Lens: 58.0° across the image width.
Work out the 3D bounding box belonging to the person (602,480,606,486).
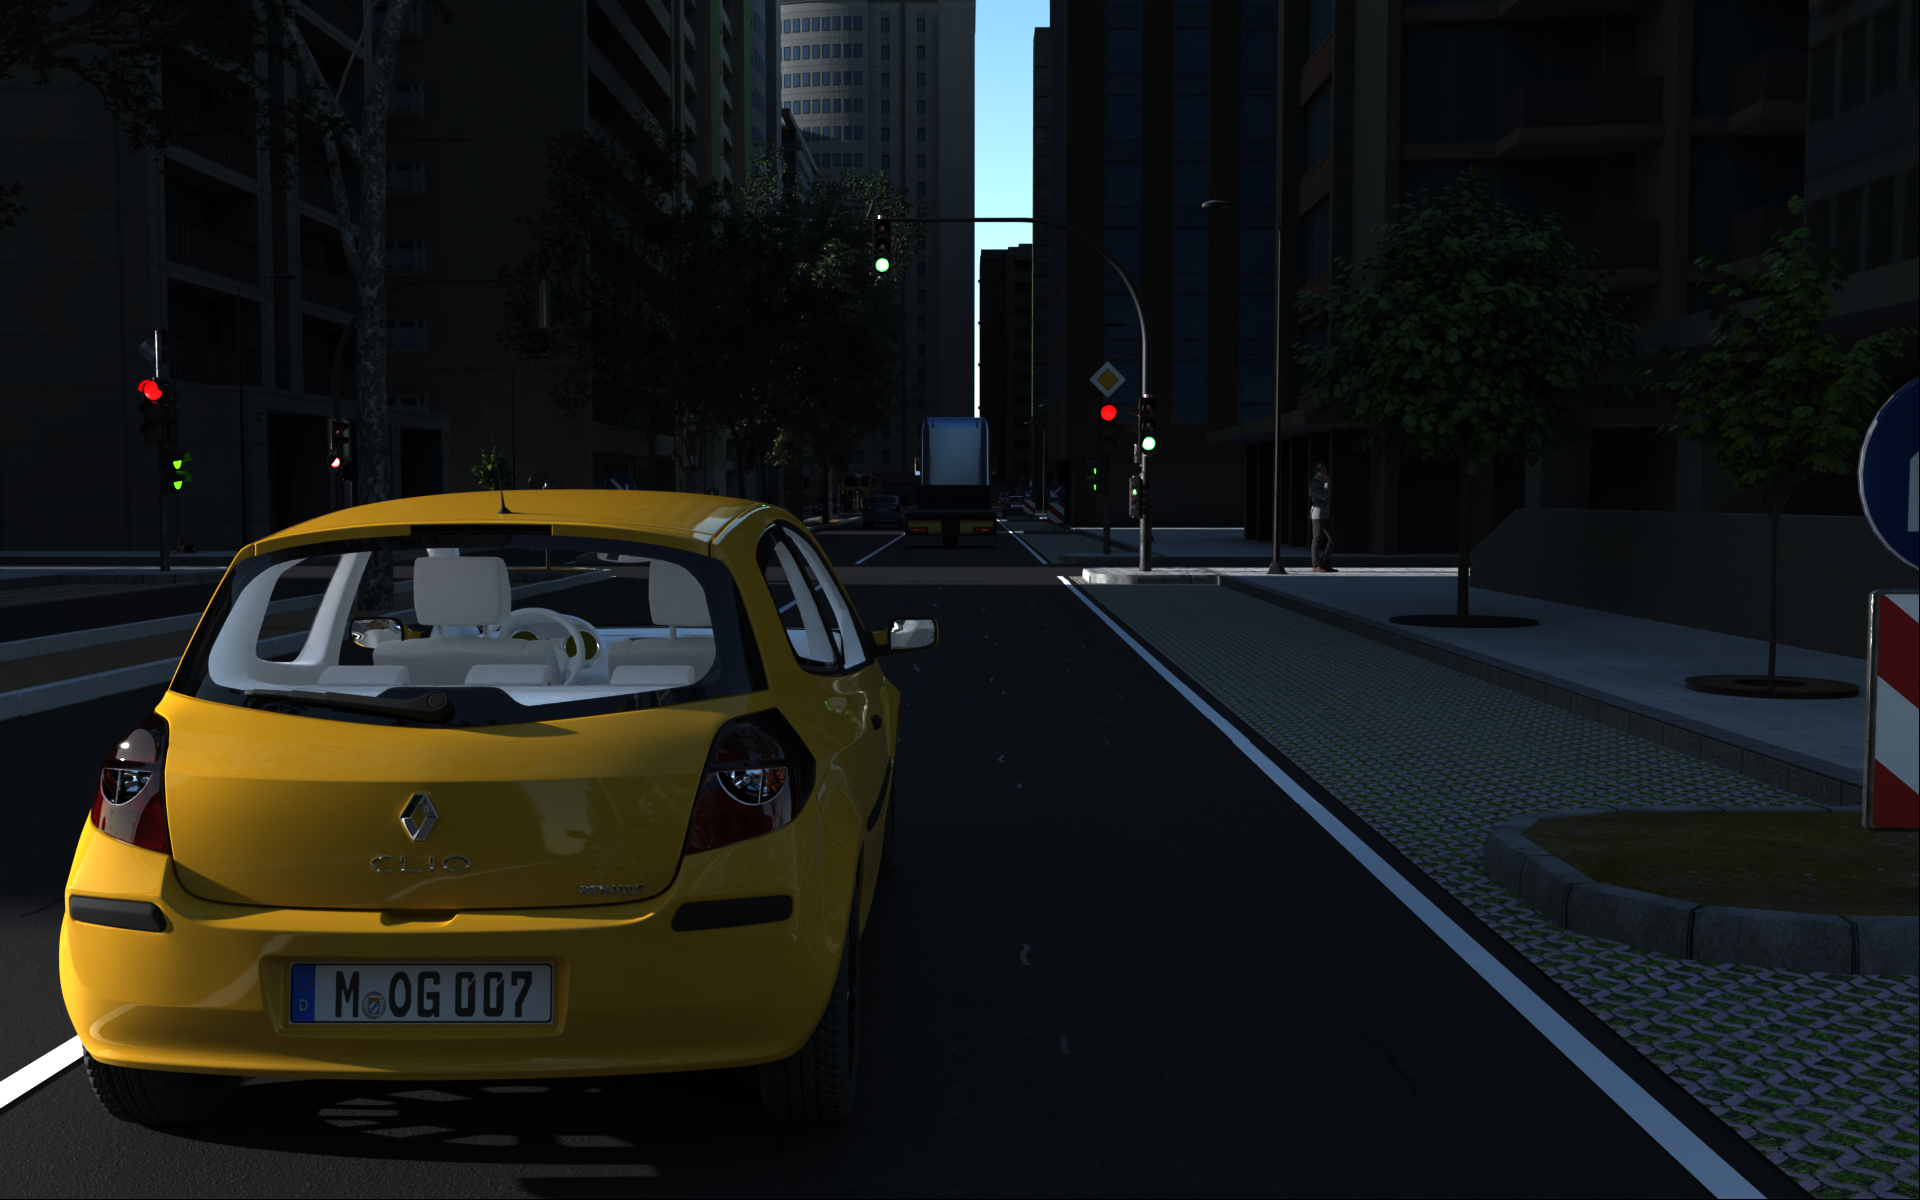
[{"bbox_3d":[-8.651,-2.054,42.303,0.641,1.798,0.478,1,4,18],"label":"person"}]

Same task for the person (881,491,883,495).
[{"bbox_3d":[-8.318,-10.755,185.255,0.530,1.710,0.541,1,4,23],"label":"person"}]

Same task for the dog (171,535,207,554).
[{"bbox_3d":[-16.674,-1.206,37.451,0.748,0.427,0.550,-2,4,-25],"label":"dog"}]

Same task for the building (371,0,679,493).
[{"bbox_3d":[-25.133,-27.722,76.955,21.300,48.544,21.600,0,4,0],"label":"building"}]

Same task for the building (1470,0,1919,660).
[{"bbox_3d":[23.127,-19.808,15.744,32.217,40.220,23.993,0,4,0],"label":"building"}]

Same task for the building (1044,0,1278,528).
[{"bbox_3d":[10.996,-25.845,72.673,14.600,45.320,14.200,0,4,0],"label":"building"}]

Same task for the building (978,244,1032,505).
[{"bbox_3d":[9.184,-26.360,202.687,14.107,30.474,14.160,0,4,0],"label":"building"}]

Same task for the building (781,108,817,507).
[{"bbox_3d":[-26.665,-29.324,171.333,23.993,40.220,32.217,0,4,0],"label":"building"}]

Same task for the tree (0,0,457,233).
[{"bbox_3d":[-7.096,-4.572,11.623,8.767,10.594,7.601,0,4,0],"label":"tree"}]

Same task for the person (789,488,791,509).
[{"bbox_3d":[-14.829,-8.941,152.205,0.705,1.826,1.348,2,4,30],"label":"person"}]

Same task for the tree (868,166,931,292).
[{"bbox_3d":[-8.252,-14.360,93.137,12.611,20.169,13.585,0,3,0],"label":"tree"}]

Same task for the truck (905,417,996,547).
[{"bbox_3d":[-0.204,-3.988,54.960,2.967,4.110,18.799,0,4,0],"label":"truck"}]

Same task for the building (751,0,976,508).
[{"bbox_3d":[-12.299,-40.505,204.261,28.212,58.520,21.231,0,4,0],"label":"building"}]

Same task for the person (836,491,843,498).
[{"bbox_3d":[-12.690,-10.467,180.149,1.217,1.766,0.721,0,4,7],"label":"person"}]

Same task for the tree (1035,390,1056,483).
[{"bbox_3d":[6.832,-10.129,115.975,4.737,8.622,4.395,0,3,0],"label":"tree"}]

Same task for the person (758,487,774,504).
[{"bbox_3d":[-14.854,-7.794,133.111,1.348,1.869,0.705,1,4,23],"label":"person"}]

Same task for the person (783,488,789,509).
[{"bbox_3d":[-14.449,-8.477,144.640,0.705,1.824,1.348,1,4,11],"label":"person"}]

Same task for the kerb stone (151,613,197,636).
[{"bbox_3d":[-8.180,0.267,17.853,0.120,0.150,1.000,0,4,0],"label":"kerb stone"}]

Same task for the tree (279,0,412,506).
[{"bbox_3d":[-8.383,-9.980,21.524,12.611,20.169,13.585,0,3,0],"label":"tree"}]

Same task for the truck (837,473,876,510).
[{"bbox_3d":[-9.360,-10.057,160.361,3.469,3.379,9.791,0,3,0],"label":"truck"}]

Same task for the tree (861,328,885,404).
[{"bbox_3d":[-6.510,-7.069,52.455,8.767,10.594,7.601,0,4,0],"label":"tree"}]

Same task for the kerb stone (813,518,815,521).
[{"bbox_3d":[-7.800,-4.153,90.094,0.120,0.150,1.000,0,4,0],"label":"kerb stone"}]

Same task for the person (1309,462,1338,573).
[{"bbox_3d":[5.960,-1.356,28.398,0.592,1.802,0.473,-3,5,-44],"label":"person"}]

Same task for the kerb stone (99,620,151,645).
[{"bbox_3d":[-8.185,0.329,16.828,0.120,0.150,1.000,0,4,0],"label":"kerb stone"}]

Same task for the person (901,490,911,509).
[{"bbox_3d":[-5.070,-9.354,161.462,1.348,1.821,0.705,3,5,40],"label":"person"}]

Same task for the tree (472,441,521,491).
[{"bbox_3d":[-16.813,-4.198,63.242,1.663,3.219,1.824,0,3,0],"label":"tree"}]

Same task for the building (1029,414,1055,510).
[{"bbox_3d":[17.090,-50.105,131.884,22.319,86.520,31.000,0,4,0],"label":"building"}]

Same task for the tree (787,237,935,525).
[{"bbox_3d":[-6.261,-10.261,80.599,12.009,13.543,11.850,0,3,0],"label":"tree"}]

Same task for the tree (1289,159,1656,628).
[{"bbox_3d":[5.057,-2.040,17.066,4.285,4.588,4.351,0,3,0],"label":"tree"}]

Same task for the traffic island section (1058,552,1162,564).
[{"bbox_3d":[3.133,-0.884,36.738,2.009,0.180,2.903,0,4,0],"label":"traffic island section"}]

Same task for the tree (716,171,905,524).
[{"bbox_3d":[-6.611,-9.796,69.271,9.857,13.997,8.962,0,3,0],"label":"tree"}]

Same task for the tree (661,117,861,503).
[{"bbox_3d":[-6.996,-6.317,40.150,8.767,10.594,7.601,0,4,0],"label":"tree"}]

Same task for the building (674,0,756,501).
[{"bbox_3d":[-22.011,-26.637,119.107,14.154,41.232,14.086,0,4,0],"label":"building"}]

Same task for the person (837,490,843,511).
[{"bbox_3d":[-9.865,-8.191,142.554,0.705,1.807,1.348,2,4,28],"label":"person"}]

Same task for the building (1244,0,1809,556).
[{"bbox_3d":[21.424,-23.830,44.242,28.867,44.769,22.147,0,4,0],"label":"building"}]

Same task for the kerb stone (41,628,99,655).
[{"bbox_3d":[-8.192,0.391,15.806,0.120,0.150,1.000,0,4,0],"label":"kerb stone"}]

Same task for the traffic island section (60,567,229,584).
[{"bbox_3d":[-13.250,-0.401,28.844,2.009,0.180,2.903,0,4,0],"label":"traffic island section"}]

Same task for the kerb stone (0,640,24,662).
[{"bbox_3d":[-8.197,0.453,14.784,0.120,0.150,1.000,0,4,0],"label":"kerb stone"}]

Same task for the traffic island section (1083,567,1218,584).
[{"bbox_3d":[3.091,-0.396,28.753,2.009,0.180,2.903,0,4,0],"label":"traffic island section"}]

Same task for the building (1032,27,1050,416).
[{"bbox_3d":[13.454,-28.880,155.787,14.154,41.232,14.086,0,4,0],"label":"building"}]

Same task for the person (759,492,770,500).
[{"bbox_3d":[-14.485,-7.455,128.457,0.617,1.759,0.750,1,4,15],"label":"person"}]

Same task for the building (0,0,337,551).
[{"bbox_3d":[-26.022,-37.246,47.217,20.563,71.187,20.611,0,4,0],"label":"building"}]

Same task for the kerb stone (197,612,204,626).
[{"bbox_3d":[-8.175,0.203,18.887,0.120,0.150,1.000,0,4,0],"label":"kerb stone"}]

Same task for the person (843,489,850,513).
[{"bbox_3d":[-8.726,-7.570,132.206,0.705,1.831,1.348,-2,4,-24],"label":"person"}]

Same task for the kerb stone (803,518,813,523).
[{"bbox_3d":[-7.818,-4.090,89.071,0.120,0.150,1.000,0,4,0],"label":"kerb stone"}]

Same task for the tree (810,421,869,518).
[{"bbox_3d":[-7.156,-9.127,102.053,4.360,8.622,3.978,0,3,0],"label":"tree"}]

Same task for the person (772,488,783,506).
[{"bbox_3d":[-14.944,-8.244,141.547,1.217,1.736,0.721,3,5,40],"label":"person"}]

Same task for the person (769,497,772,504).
[{"bbox_3d":[-15.063,-7.672,134.661,0.799,1.438,0.628,-1,4,-13],"label":"person"}]

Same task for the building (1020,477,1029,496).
[{"bbox_3d":[22.397,-29.576,175.451,32.217,40.220,23.993,0,4,0],"label":"building"}]

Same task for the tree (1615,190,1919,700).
[{"bbox_3d":[5.316,-1.008,11.085,1.663,3.219,1.824,0,3,0],"label":"tree"}]

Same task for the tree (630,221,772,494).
[{"bbox_3d":[-7.094,-5.716,46.279,4.360,8.622,3.978,0,3,0],"label":"tree"}]
